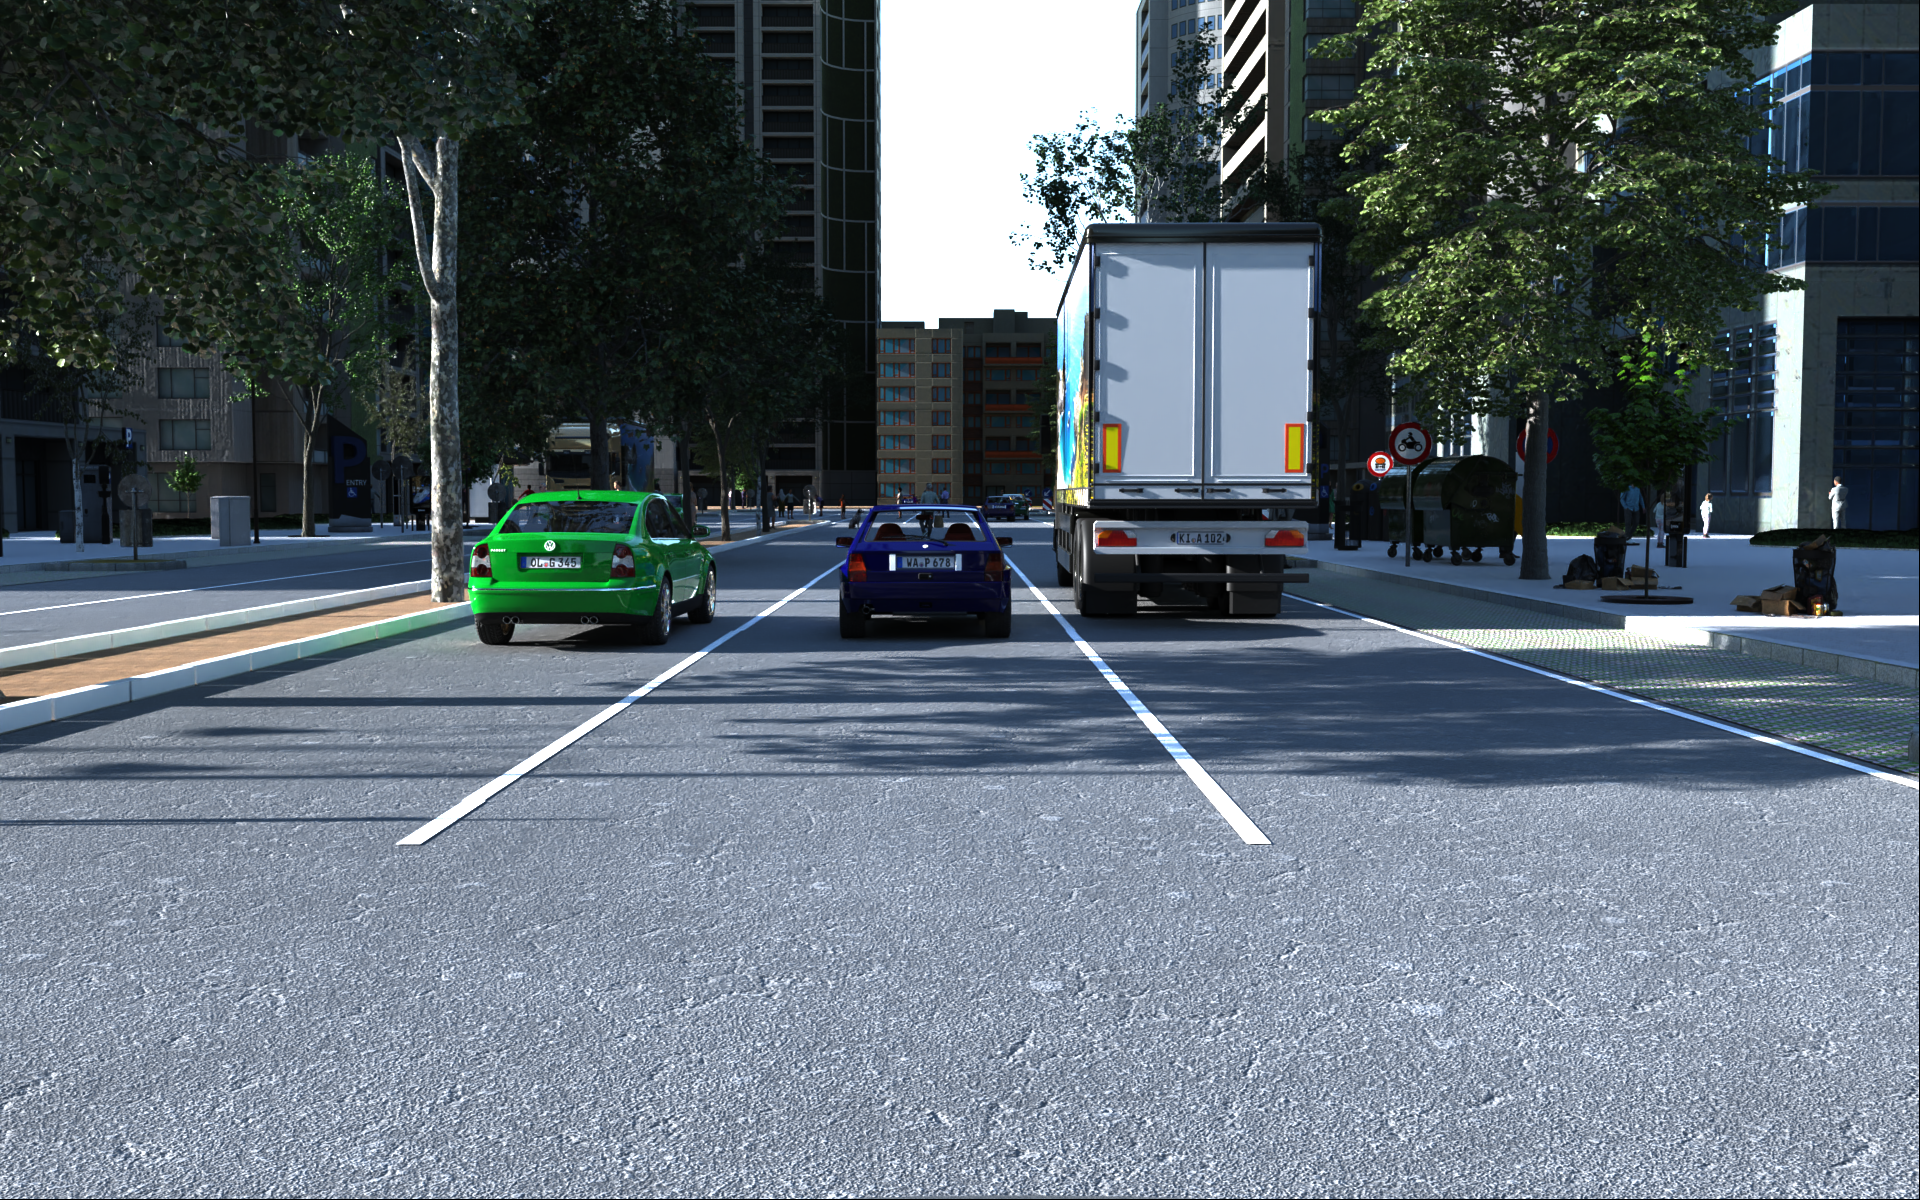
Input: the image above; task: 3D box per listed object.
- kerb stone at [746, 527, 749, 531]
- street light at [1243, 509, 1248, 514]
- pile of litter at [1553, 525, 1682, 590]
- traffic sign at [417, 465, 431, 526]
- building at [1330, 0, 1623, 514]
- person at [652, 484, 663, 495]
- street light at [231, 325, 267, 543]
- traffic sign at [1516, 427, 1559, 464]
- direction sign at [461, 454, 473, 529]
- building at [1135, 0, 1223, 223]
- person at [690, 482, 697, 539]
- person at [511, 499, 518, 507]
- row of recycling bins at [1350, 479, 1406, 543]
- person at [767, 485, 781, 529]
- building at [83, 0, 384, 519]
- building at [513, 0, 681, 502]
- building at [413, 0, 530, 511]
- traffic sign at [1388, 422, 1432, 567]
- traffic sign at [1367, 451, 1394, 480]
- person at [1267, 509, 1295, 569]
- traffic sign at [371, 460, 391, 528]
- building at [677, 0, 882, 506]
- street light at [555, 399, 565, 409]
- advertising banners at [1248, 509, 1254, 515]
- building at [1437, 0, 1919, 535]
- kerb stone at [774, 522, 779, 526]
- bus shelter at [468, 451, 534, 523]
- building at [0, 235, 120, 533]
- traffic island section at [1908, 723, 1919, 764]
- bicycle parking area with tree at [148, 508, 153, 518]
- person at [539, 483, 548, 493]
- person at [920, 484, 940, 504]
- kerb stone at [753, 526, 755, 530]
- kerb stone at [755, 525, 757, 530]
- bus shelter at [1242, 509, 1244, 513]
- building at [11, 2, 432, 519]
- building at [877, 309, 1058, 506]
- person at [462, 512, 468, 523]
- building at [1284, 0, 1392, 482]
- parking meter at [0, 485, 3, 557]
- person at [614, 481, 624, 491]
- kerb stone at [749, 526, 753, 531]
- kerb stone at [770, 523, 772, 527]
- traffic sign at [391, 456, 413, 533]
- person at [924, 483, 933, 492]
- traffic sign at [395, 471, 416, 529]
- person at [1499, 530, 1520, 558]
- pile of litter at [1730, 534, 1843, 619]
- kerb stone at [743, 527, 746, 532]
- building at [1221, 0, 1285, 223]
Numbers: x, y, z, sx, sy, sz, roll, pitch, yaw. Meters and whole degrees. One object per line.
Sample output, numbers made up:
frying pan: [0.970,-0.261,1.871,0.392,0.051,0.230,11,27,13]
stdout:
kerb stone: [-8.208,-2.662,65.740,0.120,0.150,1.000,0,4,0]
street light: [7.825,-4.559,47.325,0.468,5.910,1.993,0,4,0]
pile of litter: [8.950,-0.583,23.502,1.719,0.858,1.176,1,4,16]
traffic sign: [-21.579,-4.281,70.094,0.768,2.556,0.104,0,4,3]
building: [37.729,-24.773,96.923,32.217,40.220,23.993,0,4,0]
person: [-10.365,-3.079,59.119,0.678,1.792,0.850,0,4,7]
street light: [-18.290,-4.408,44.866,0.468,5.910,1.993,0,4,0]
traffic sign: [10.529,-1.930,31.658,0.768,2.556,0.104,0,4,4]
direction sign: [-18.164,-4.389,63.765,0.379,3.537,0.876,-3,4,-36]
building: [34.259,-39.709,191.234,28.212,58.520,21.231,0,4,0]
person: [-7.730,-2.492,49.583,0.374,1.781,0.599,1,4,14]
person: [-12.037,-2.086,46.886,0.640,1.303,0.475,-3,4,-37]
row of recycling bins: [11.748,-2.458,47.309,1.069,1.692,3.534,-1,4,-15]
person: [-7.542,-3.739,69.987,0.716,1.782,0.532,3,5,43]
building: [-39.867,-24.907,90.827,14.154,41.232,14.086,0,4,0]
building: [-44.058,-39.639,190.100,28.212,58.520,21.231,0,4,0]
building: [-49.453,-31.330,131.851,30.456,49.044,23.786,0,4,0]
traffic sign: [7.927,-1.864,30.583,0.768,2.556,0.104,0,4,2]
traffic sign: [12.504,-3.149,51.593,0.768,2.556,0.104,1,4,9]
person: [6.097,-1.479,32.785,0.850,1.850,0.679,-3,5,-44]
traffic sign: [-21.674,-3.960,64.846,0.768,2.556,0.104,0,4,8]
building: [-19.249,-45.939,189.352,20.611,71.187,20.563,0,4,0]
street light: [-18.569,-6.591,80.554,0.468,5.910,1.993,0,4,0]
advertising banners: [9.185,-3.408,51.908,2.074,3.025,0.090,-3,5,-44]
building: [33.853,-45.963,64.174,22.319,86.520,31.000,0,4,0]
kerb stone: [-8.275,-3.354,77.029,0.120,0.150,1.000,0,4,0]
bus shelter: [-21.145,-5.223,79.321,2.014,3.302,5.546,0,4,0]
building: [-41.177,-37.993,59.443,20.563,71.187,20.611,0,4,0]
traffic island section: [6.070,0.849,8.396,2.009,0.180,2.903,0,4,0]
bicycle parking area with tree: [-41.069,-5.503,76.972,8.231,4.147,9.016,1,4,9]
person: [-12.620,-2.661,52.488,0.782,1.767,0.515,2,4,23]
person: [-0.916,-2.854,55.653,0.782,1.767,0.515,-1,4,-18]
kerb stone: [-8.225,-2.789,67.787,0.120,0.150,1.000,0,4,0]
kerb stone: [-8.240,-2.851,68.810,0.120,0.150,1.000,0,4,0]
bus shelter: [8.142,-3.975,56.271,1.731,3.624,6.357,0,4,0]
building: [-43.549,-40.947,107.739,20.563,71.187,20.611,0,4,0]
building: [5.688,-21.392,194.804,28.899,21.520,27.650,0,4,0]
person: [-16.064,-2.842,55.093,0.853,1.813,0.709,-1,4,-22]
building: [28.755,-26.467,116.332,14.154,41.232,14.086,0,4,0]
parking meter: [-19.770,-1.647,35.344,0.372,1.533,0.369,0,3,0]
person: [-9.937,-2.573,50.590,0.581,1.822,0.654,2,4,30]
kerb stone: [-8.211,-2.726,66.762,0.120,0.150,1.000,0,4,0]
kerb stone: [-8.264,-3.165,73.939,0.120,0.150,1.000,0,4,0]
traffic sign: [-18.470,-3.500,57.325,0.768,2.556,0.104,1,4,9]
person: [-1.370,-4.002,73.288,0.474,1.900,0.648,-1,4,-16]
traffic sign: [-20.400,-3.903,63.820,0.884,2.594,0.081,0,4,7]
person: [10.964,-1.736,34.602,0.473,1.802,0.592,3,5,45]
pile of litter: [8.925,-0.287,18.651,1.176,0.858,1.719,3,4,39]
kerb stone: [-8.207,-2.601,64.718,0.120,0.150,1.000,0,4,0]
building: [32.431,-31.207,133.942,21.300,48.544,21.600,0,4,0]
